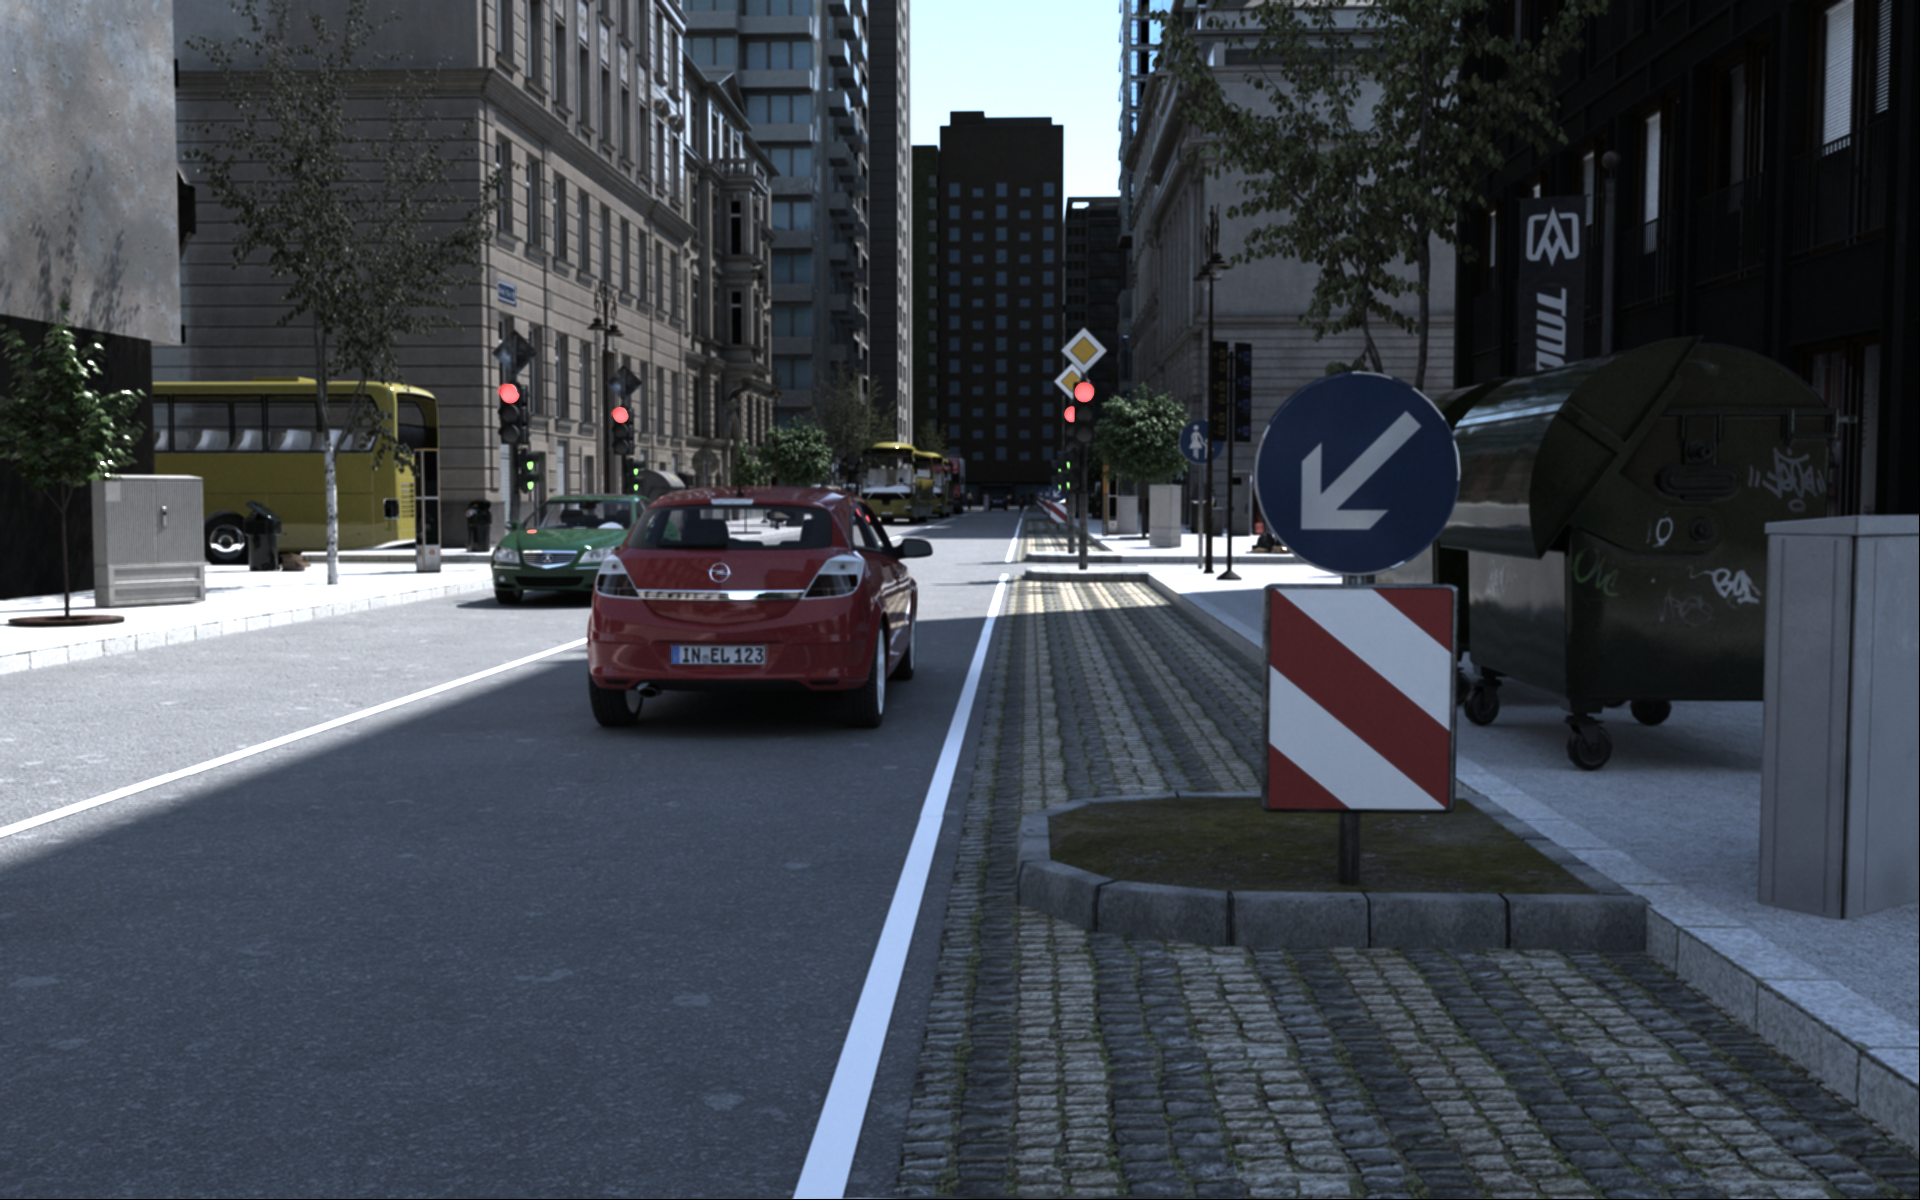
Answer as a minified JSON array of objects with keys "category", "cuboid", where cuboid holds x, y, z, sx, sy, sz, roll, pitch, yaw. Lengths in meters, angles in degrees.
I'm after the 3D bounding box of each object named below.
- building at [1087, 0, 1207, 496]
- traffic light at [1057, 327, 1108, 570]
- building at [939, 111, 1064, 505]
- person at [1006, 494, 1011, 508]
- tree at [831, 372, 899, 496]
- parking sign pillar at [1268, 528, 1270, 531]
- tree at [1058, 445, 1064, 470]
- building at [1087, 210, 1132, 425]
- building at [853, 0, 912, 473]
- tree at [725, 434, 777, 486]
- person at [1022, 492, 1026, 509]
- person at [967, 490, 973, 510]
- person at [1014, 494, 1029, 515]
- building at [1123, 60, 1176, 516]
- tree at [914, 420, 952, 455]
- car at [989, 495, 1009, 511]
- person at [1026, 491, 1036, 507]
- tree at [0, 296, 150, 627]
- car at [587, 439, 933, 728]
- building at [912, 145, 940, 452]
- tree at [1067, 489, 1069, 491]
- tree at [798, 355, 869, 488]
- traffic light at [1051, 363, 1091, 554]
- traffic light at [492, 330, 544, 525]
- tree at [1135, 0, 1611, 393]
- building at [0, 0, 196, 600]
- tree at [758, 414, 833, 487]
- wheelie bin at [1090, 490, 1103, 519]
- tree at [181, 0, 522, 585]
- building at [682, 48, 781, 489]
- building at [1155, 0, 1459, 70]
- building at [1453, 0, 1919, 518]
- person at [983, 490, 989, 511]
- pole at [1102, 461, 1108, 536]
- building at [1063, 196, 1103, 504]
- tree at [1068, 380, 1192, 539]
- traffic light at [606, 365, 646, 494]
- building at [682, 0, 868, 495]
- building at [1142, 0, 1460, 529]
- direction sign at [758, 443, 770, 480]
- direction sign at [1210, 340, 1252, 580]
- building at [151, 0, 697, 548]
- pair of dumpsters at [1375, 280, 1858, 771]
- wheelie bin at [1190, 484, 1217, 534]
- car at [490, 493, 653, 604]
[{"category":"building","cuboid":[22.994,-51.424,153.456,22.319,86.520,31.000,0,4,2]},{"category":"traffic light","cuboid":[2.068,-2.467,29.256,0.839,4.253,0.868,0,4,2]},{"category":"building","cuboid":[5.013,-33.975,205.607,14.200,45.320,14.600,0,4,2]},{"category":"person","cuboid":[4.985,-10.129,177.292,0.799,1.438,0.628,1,4,22]},{"category":"tree","cuboid":[-5.858,-9.480,105.362,4.737,8.622,4.395,0,3,0]},{"category":"parking sign pillar","cuboid":[11.083,-4.362,59.787,1.447,3.967,1.447,0,4,5]},{"category":"tree","cuboid":[6.821,-6.834,95.445,4.285,4.588,4.351,0,3,0]},{"category":"building","cuboid":[19.959,-24.839,177.816,14.160,30.474,14.107,0,4,2]},{"category":"building","cuboid":[-15.694,-45.049,174.801,20.611,71.187,20.563,0,4,2]},{"category":"tree","cuboid":[-6.964,-3.758,56.046,1.663,3.219,1.824,0,3,0]},{"category":"person","cuboid":[6.158,-9.541,165.966,0.415,1.643,0.593,0,4,2]},{"category":"person","cuboid":[0.902,-9.048,156.437,0.705,1.823,1.348,1,4,17]},{"category":"person","cuboid":[4.172,-6.481,117.729,1.065,1.426,0.557,1,4,18]},{"category":"building","cuboid":[16.232,-18.470,99.240,12.463,27.353,25.104,0,4,2]},{"category":"tree","cuboid":[-2.606,-13.562,172.103,4.737,8.622,4.395,0,3,0]},{"category":"car","cuboid":[3.293,-8.511,151.729,1.945,1.354,3.894,0,4,0]},{"category":"person","cuboid":[7.437,-10.499,180.682,1.217,1.766,0.721,-2,4,-32]},{"category":"tree","cuboid":[-8.755,-1.371,17.011,1.663,3.219,1.824,0,3,0]},{"category":"car","cuboid":[-1.296,-0.189,12.138,2.155,1.783,4.494,0,4,2]},{"category":"building","cuboid":[-9.133,-31.947,205.923,14.086,41.232,14.154,0,4,2]},{"category":"tree","cuboid":[9.067,-8.712,137.039,1.663,3.219,1.824,0,3,0]},{"category":"tree","cuboid":[-6.841,-8.675,92.193,4.360,8.622,3.978,0,3,0]},{"category":"traffic light","cuboid":[2.384,-2.955,37.235,0.839,4.253,0.868,0,4,2]},{"category":"traffic light","cuboid":[-7.586,-2.489,29.620,0.839,4.253,0.868,0,4,2]},{"category":"tree","cuboid":[4.151,-4.055,16.661,4.737,8.622,4.395,0,3,0]},{"category":"building","cuboid":[-20.009,-9.291,19.353,16.811,18.784,16.820,0,4,2]},{"category":"tree","cuboid":[-6.756,-5.377,71.629,4.285,4.588,4.351,0,3,0]},{"category":"wheelie bin","cuboid":[7.071,-4.943,88.724,0.693,1.594,0.980,2,4,30]},{"category":"tree","cuboid":[-8.638,-4.518,24.237,4.360,8.622,3.978,0,3,0]},{"category":"building","cuboid":[-16.537,-16.108,82.456,14.460,24.649,34.723,0,4,2]},{"category":"building","cuboid":[27.403,-26.620,127.120,32.217,40.220,23.993,0,4,2]},{"category":"building","cuboid":[13.316,-11.494,17.605,12.332,23.373,15.834,0,4,2]},{"category":"person","cuboid":[2.174,-8.328,145.329,0.551,1.740,0.621,-1,4,-13]},{"category":"pole","cuboid":[4.424,-3.598,52.673,0.158,3.312,0.155,0,3,0]},{"category":"building","cuboid":[24.412,-31.874,213.023,23.993,40.220,32.217,0,4,2]},{"category":"tree","cuboid":[5.312,-4.056,50.029,4.285,4.588,4.351,0,3,0]},{"category":"traffic light","cuboid":[-7.270,-2.977,37.599,0.839,4.253,0.868,0,4,2]},{"category":"building","cuboid":[-18.686,-31.086,127.872,23.786,49.044,30.456,0,4,2]},{"category":"building","cuboid":[15.304,-14.252,74.816,13.314,21.916,24.055,0,4,2]},{"category":"direction sign","cuboid":[-8.710,-5.209,77.158,0.379,3.537,0.876,-3,5,-42]},{"category":"direction sign","cuboid":[4.039,-2.072,25.879,0.876,3.537,0.379,-3,5,-40]},{"category":"building","cuboid":[-16.334,-15.610,52.486,12.463,27.353,25.104,0,4,2]},{"category":"pair of dumpsters","cuboid":[3.412,-0.457,9.963,1.574,2.255,4.437,0,4,2]},{"category":"wheelie bin","cuboid":[7.870,-2.943,56.026,0.980,1.594,0.693,3,4,38]},{"category":"car","cuboid":[-5.095,-0.755,24.142,2.131,1.459,4.920,0,4,2]}]
